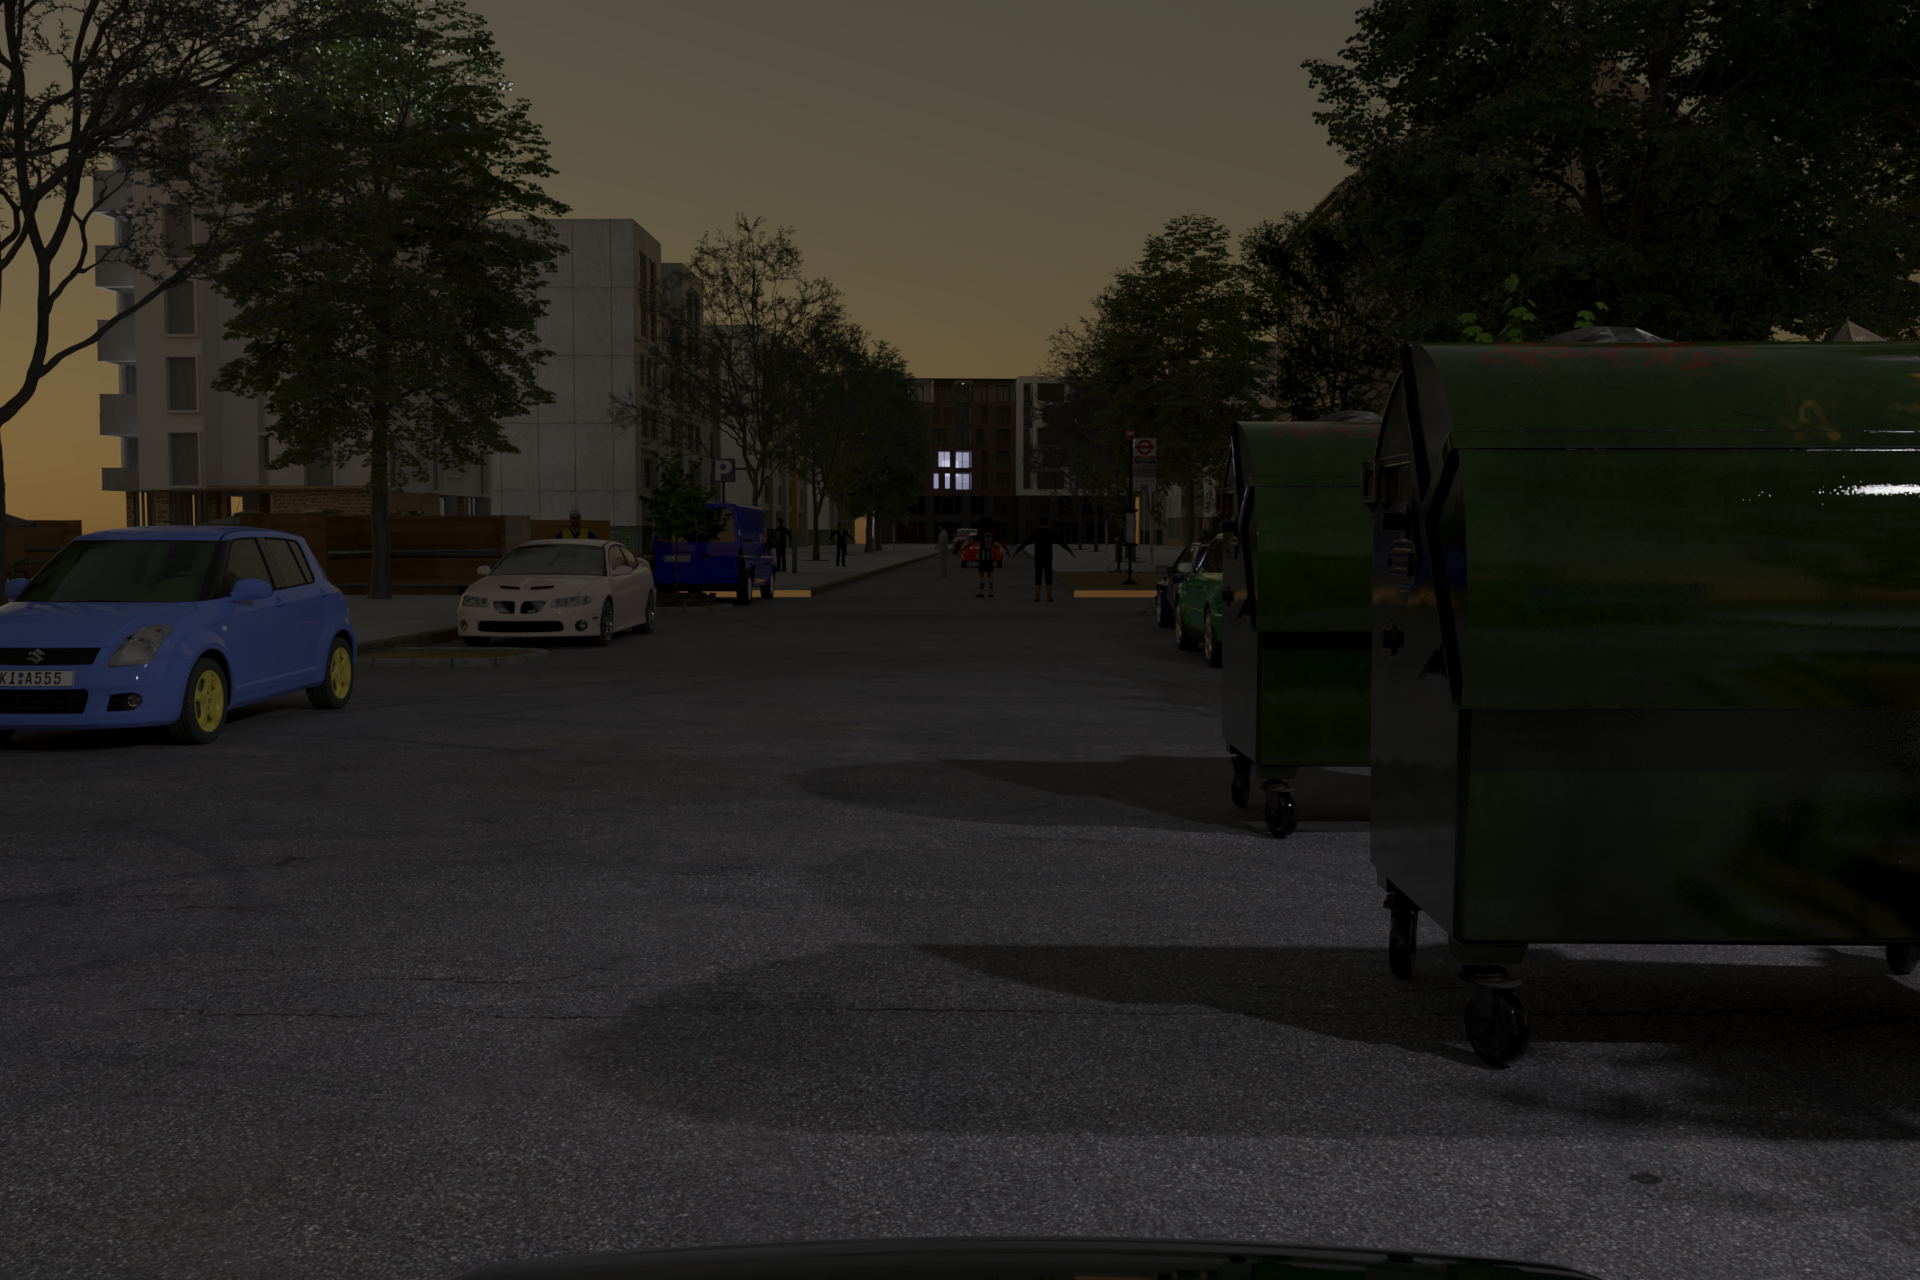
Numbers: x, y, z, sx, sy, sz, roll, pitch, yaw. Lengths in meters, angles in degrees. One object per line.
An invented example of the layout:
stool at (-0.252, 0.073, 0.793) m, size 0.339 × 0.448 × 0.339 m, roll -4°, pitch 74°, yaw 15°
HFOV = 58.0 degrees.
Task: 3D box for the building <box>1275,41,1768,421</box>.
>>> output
building at (26.232, -15.518, 84.650) m, size 19.493 × 23.208 × 18.063 m, roll 0°, pitch 4°, yaw 1°

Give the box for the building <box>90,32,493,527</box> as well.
building at (-26.826, -12.871, 66.868) m, size 16.016 × 20.090 × 11.380 m, roll 0°, pitch 4°, yaw 1°

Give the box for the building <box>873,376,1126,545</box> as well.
building at (4.422, -23.846, 236.313) m, size 32.646 × 21.610 × 27.936 m, roll 0°, pitch 4°, yaw -4°

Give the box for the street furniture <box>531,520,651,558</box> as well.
street furniture at (-12.963, -2.998, 55.869) m, size 11.010 × 1.723 × 9.812 m, roll -3°, pitch 5°, yaw -39°

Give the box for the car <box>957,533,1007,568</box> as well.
car at (0.954, -4.041, 75.115) m, size 2.155 × 1.783 × 4.494 m, roll 0°, pitch 4°, yaw 1°

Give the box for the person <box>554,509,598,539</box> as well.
person at (-6.211, -1.197, 27.989) m, size 1.349 × 1.833 × 0.705 m, roll -1°, pitch 4°, yaw -12°

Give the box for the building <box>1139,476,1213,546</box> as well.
building at (31.226, -20.878, 207.805) m, size 16.747 × 18.905 × 31.486 m, roll 0°, pitch 4°, yaw 1°

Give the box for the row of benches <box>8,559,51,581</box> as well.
row of benches at (-22.344, -1.782, 44.604) m, size 4.104 × 0.672 × 1.422 m, roll -2°, pitch 4°, yaw -34°

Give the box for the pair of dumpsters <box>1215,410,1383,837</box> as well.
pair of dumpsters at (3.519, -0.227, 8.660) m, size 4.436 × 2.255 × 1.574 m, roll 0°, pitch 4°, yaw 0°

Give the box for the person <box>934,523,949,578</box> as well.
person at (-0.588, -2.954, 56.935) m, size 0.705 × 1.806 × 1.347 m, roll 1°, pitch 4°, yaw 12°

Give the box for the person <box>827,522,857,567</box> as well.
person at (-4.626, -3.722, 67.581) m, size 1.216 × 1.740 × 0.721 m, roll -1°, pitch 4°, yaw -22°

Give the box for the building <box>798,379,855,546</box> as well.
building at (-22.292, -20.738, 205.515) m, size 16.747 × 18.905 × 31.486 m, roll 0°, pitch 4°, yaw 2°

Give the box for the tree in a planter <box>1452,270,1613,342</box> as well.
tree in a planter at (3.793, -0.890, 11.774) m, size 1.991 × 3.239 × 1.994 m, roll 0°, pitch 4°, yaw 1°

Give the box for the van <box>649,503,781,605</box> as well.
van at (-5.113, -1.970, 36.586) m, size 2.240 × 2.365 × 5.245 m, roll 0°, pitch 4°, yaw 2°

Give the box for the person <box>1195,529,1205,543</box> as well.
person at (6.695, -2.326, 47.296) m, size 0.991 × 1.433 × 0.599 m, roll 0°, pitch 4°, yaw -5°

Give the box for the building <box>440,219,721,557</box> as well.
building at (-26.432, -15.096, 113.270) m, size 16.747 × 18.905 × 31.486 m, roll 0°, pitch 4°, yaw 1°

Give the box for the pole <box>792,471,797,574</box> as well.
pole at (-5.364, -3.808, 56.110) m, size 0.158 × 3.312 × 0.155 m, roll 0°, pitch 3°, yaw 0°

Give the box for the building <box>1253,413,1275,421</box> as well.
building at (25.587, -10.636, 116.047) m, size 9.099 × 9.664 × 28.070 m, roll 0°, pitch 4°, yaw 2°

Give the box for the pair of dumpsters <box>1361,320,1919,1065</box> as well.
pair of dumpsters at (3.462, -0.009, 5.091) m, size 4.436 × 2.255 × 1.574 m, roll 0°, pitch 4°, yaw 2°

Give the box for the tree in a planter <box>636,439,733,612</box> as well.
tree in a planter at (-5.381, -2.177, 32.810) m, size 1.991 × 3.239 × 1.994 m, roll 0°, pitch 4°, yaw 2°

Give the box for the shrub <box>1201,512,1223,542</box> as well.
shrub at (6.999, -2.504, 44.981) m, size 1.661 × 2.075 × 1.752 m, roll 0°, pitch 3°, yaw 0°

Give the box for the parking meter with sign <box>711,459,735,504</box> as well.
parking meter with sign at (-5.413, -2.728, 40.864) m, size 0.543 × 3.016 × 1.738 m, roll 0°, pitch 4°, yaw 3°

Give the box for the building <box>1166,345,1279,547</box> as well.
building at (26.946, -19.906, 181.889) m, size 16.016 × 20.090 × 11.380 m, roll 0°, pitch 4°, yaw 2°

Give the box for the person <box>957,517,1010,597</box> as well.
person at (0.573, -1.877, 39.283) m, size 1.345 × 1.843 × 0.704 m, roll -2°, pitch 4°, yaw -26°

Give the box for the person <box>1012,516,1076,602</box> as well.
person at (1.771, -1.718, 36.680) m, size 1.346 × 1.812 × 0.704 m, roll 0°, pitch 4°, yaw 4°

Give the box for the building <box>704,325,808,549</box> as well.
building at (-24.615, -18.097, 162.343) m, size 16.747 × 18.905 × 31.486 m, roll 0°, pitch 4°, yaw 2°

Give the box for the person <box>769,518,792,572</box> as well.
person at (-6.134, -3.251, 59.095) m, size 1.347 × 1.837 × 0.705 m, roll -3°, pitch 5°, yaw -44°

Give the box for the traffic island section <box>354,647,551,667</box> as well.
traffic island section at (-5.751, 0.198, 19.623) m, size 1.991 × 0.108 × 1.994 m, roll 0°, pitch 4°, yaw 2°

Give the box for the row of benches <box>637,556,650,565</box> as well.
row of benches at (-10.229, -2.054, 49.054) m, size 4.104 × 0.672 × 1.422 m, roll 2°, pitch 4°, yaw 27°

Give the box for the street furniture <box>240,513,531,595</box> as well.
street furniture at (-13.768, -2.078, 40.830) m, size 11.010 × 1.723 × 9.812 m, roll 0°, pitch 4°, yaw 4°

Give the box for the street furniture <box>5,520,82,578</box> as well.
street furniture at (-30.568, -2.803, 52.679) m, size 9.812 × 1.723 × 11.010 m, roll 3°, pitch 5°, yaw 42°
